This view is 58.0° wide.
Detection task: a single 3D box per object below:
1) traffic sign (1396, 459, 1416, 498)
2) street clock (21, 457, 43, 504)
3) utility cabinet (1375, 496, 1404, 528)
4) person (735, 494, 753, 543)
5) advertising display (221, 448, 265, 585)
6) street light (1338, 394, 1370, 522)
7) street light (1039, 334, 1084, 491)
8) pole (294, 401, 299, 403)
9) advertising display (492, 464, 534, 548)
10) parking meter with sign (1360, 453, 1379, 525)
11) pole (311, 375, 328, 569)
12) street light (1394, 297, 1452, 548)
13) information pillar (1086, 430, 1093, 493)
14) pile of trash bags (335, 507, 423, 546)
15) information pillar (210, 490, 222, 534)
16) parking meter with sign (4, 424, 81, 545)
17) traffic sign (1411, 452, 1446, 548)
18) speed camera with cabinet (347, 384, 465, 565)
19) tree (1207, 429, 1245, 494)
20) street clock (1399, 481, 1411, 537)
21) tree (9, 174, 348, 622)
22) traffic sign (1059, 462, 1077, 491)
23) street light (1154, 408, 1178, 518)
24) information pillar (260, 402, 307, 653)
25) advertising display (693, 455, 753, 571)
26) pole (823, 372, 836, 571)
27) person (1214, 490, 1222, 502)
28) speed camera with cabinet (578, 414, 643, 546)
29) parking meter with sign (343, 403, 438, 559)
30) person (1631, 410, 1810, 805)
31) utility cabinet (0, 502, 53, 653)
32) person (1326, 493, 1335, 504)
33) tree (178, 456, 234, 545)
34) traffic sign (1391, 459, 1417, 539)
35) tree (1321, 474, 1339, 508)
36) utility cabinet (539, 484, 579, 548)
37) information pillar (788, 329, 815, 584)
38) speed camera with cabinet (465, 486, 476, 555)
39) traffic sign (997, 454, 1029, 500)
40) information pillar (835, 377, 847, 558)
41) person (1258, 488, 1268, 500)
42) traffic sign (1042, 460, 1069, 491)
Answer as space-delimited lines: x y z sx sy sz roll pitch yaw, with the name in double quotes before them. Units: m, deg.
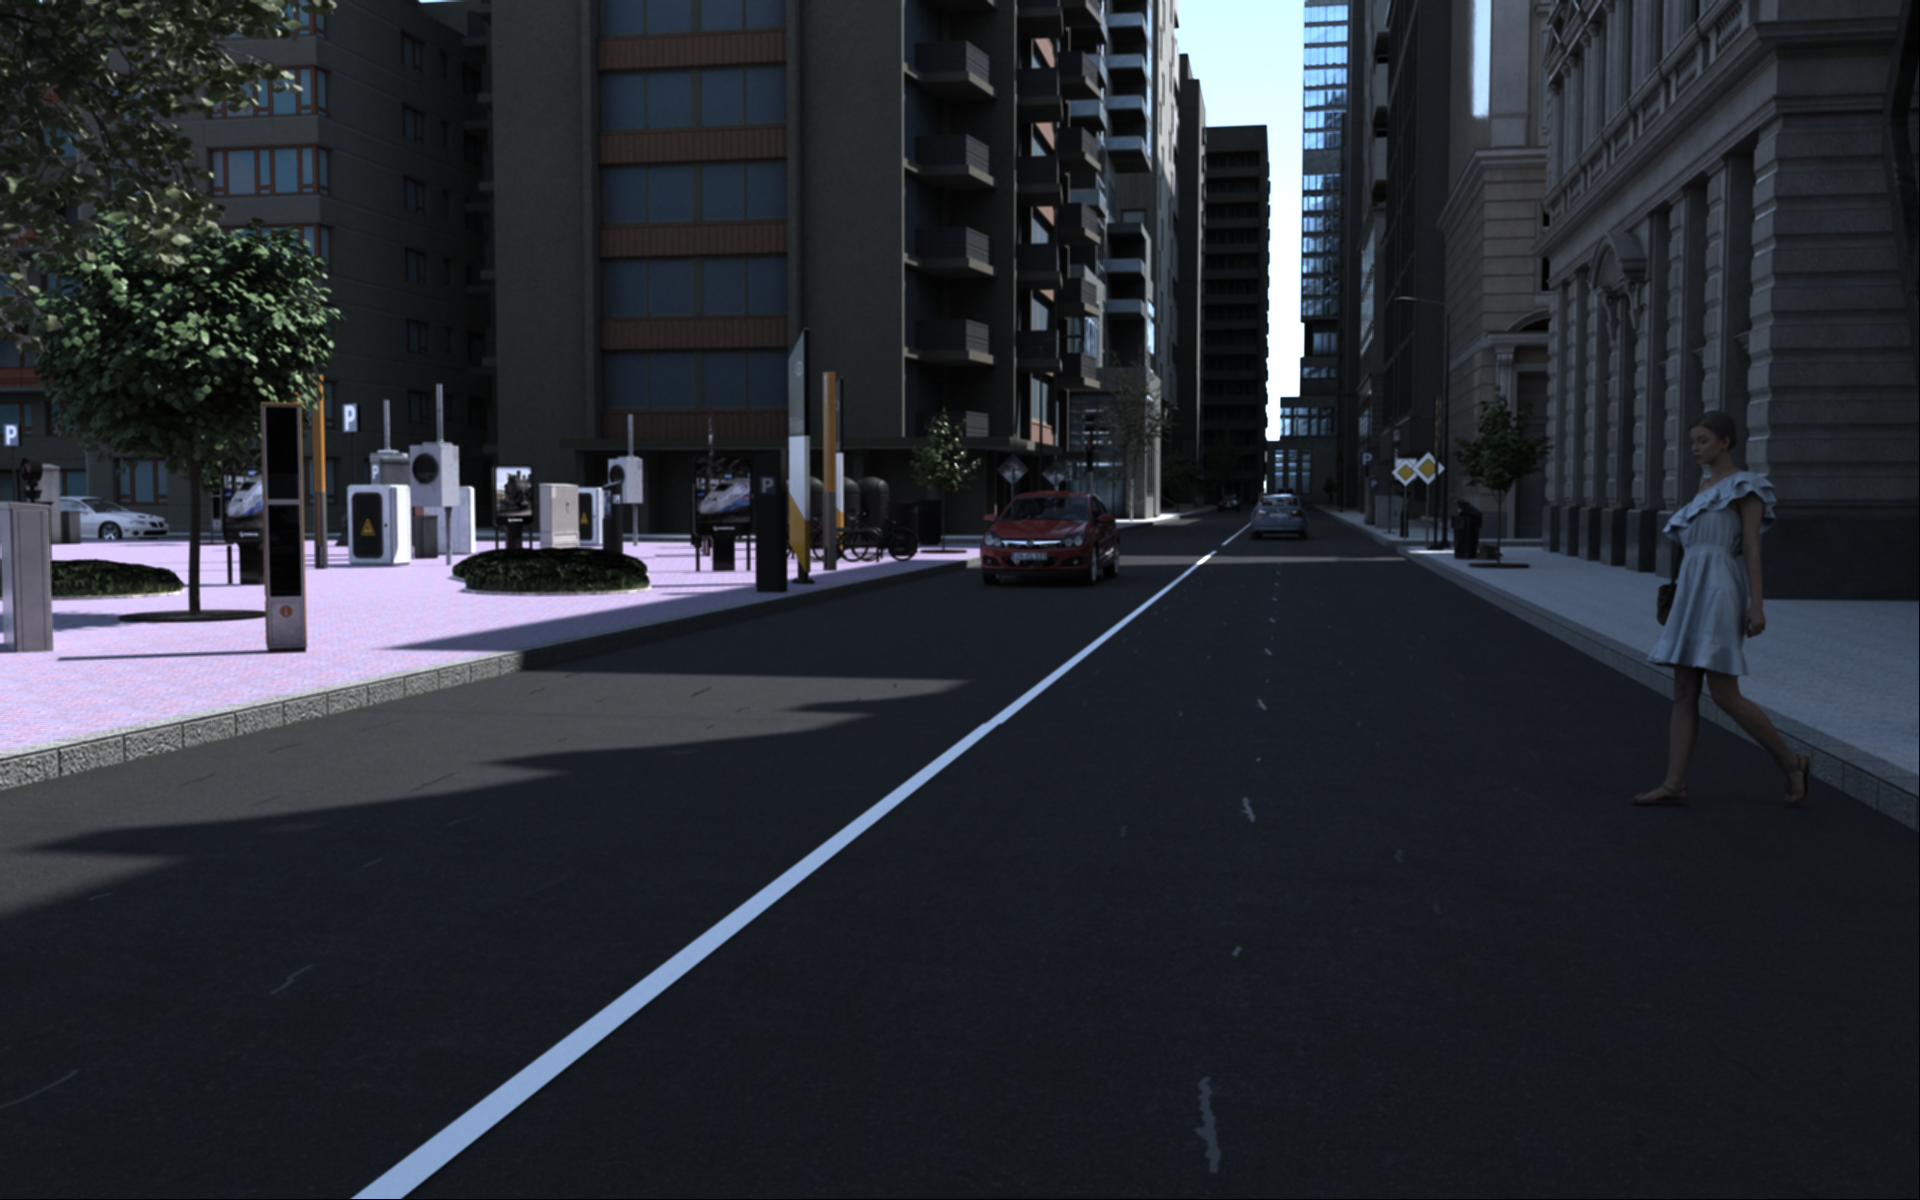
"traffic sign" 12.830 -2.921 49.884 0.606 2.300 0.079 1 4 11
"street clock" -18.203 -1.800 34.006 0.471 2.002 0.358 3 5 40
"utility cabinet" 16.069 -3.282 64.822 1.020 1.237 0.306 -1 4 -9
"person" -6.031 -2.400 48.010 0.573 1.790 0.520 0 4 -4
"advertising display" -10.047 -1.182 24.532 0.974 1.923 0.123 2 4 24
"street light" 18.327 -6.577 80.068 1.470 5.913 1.316 1 4 11
"street light" 2.896 -4.769 50.514 1.470 5.913 1.316 1 4 11
"pole" -12.651 -2.397 33.027 0.158 3.312 0.155 0 3 0
"advertising display" -9.796 -2.004 37.986 0.123 1.923 0.974 3 5 44
"parking meter with sign" 17.104 -4.632 71.999 0.543 3.016 1.738 0 4 -1
"pole" -10.988 -2.193 29.702 0.158 3.312 0.155 0 3 0
"street light" 10.955 -4.186 40.978 1.470 5.913 1.316 1 4 11
"information pillar" 4.791 -4.439 63.938 0.183 3.616 0.504 -1 4 -15
"pile of trash bags" -13.815 -2.001 42.476 3.447 1.369 1.912 3 5 44
"information pillar" -24.168 -3.164 56.226 0.304 2.012 0.304 -2 4 -34
"parking meter with sign" -23.244 -2.917 43.958 0.543 3.016 1.738 2 4 25
"traffic sign" 11.069 -2.285 41.005 0.795 2.450 0.064 1 4 11
"speed camera with cabinet" -10.057 -2.257 31.238 2.038 3.252 0.660 1 4 20
"tree" 30.289 -15.117 197.516 4.360 8.622 3.978 0 3 0
"street clock" 13.207 -2.867 51.443 0.358 2.002 0.471 0 4 -8
"tree" -7.977 -2.085 17.801 4.285 4.588 4.351 0 3 0
"traffic sign" 3.377 -3.202 54.474 0.606 2.300 0.079 1 4 17
"street light" 11.046 -7.399 93.518 1.470 5.913 1.316 1 4 11
"information pillar" -5.498 -0.586 14.076 0.304 2.012 0.304 -2 4 -23
"advertising display" -3.950 -1.447 28.874 0.974 1.923 0.123 -1 4 -17
"pole" -2.187 -2.153 29.037 0.158 3.312 0.155 0 3 0
"person" 30.714 -12.054 205.218 1.348 1.869 0.705 2 4 33
"speed camera with cabinet" -8.805 -2.988 43.190 2.038 3.252 0.660 3 4 38
"parking meter with sign" -11.171 -2.314 34.092 0.543 3.016 1.738 3 5 42
"person" 3.486 0.038 7.967 0.778 1.811 0.616 0 4 2
"utility cabinet" -7.797 -0.202 14.468 0.306 1.237 1.020 -2 4 -33
"person" 43.154 -11.752 201.476 1.217 1.723 0.721 1 4 20
"tree" -18.879 -3.016 43.906 1.663 3.219 1.824 0 3 0
"traffic sign" 12.557 -2.765 48.851 0.795 2.450 0.064 1 4 11
"tree" 34.681 -10.304 163.079 1.663 3.219 1.824 0 3 0
"utility cabinet" -8.574 -1.740 37.130 0.318 1.500 1.173 1 4 16
"information pillar" -2.297 -2.047 24.820 0.183 3.616 0.504 -2 4 -34
"speed camera with cabinet" -11.384 -2.593 36.730 2.038 3.252 0.660 0 4 -6
"traffic sign" 1.302 -2.399 42.871 0.795 2.450 0.064 1 4 11
"information pillar" -2.542 -2.669 34.991 0.504 3.616 0.183 3 5 40
"person" 17.422 -5.567 99.715 0.606 1.804 0.583 0 4 -7
"traffic sign" 2.790 -2.879 50.717 0.795 2.450 0.064 1 4 11
